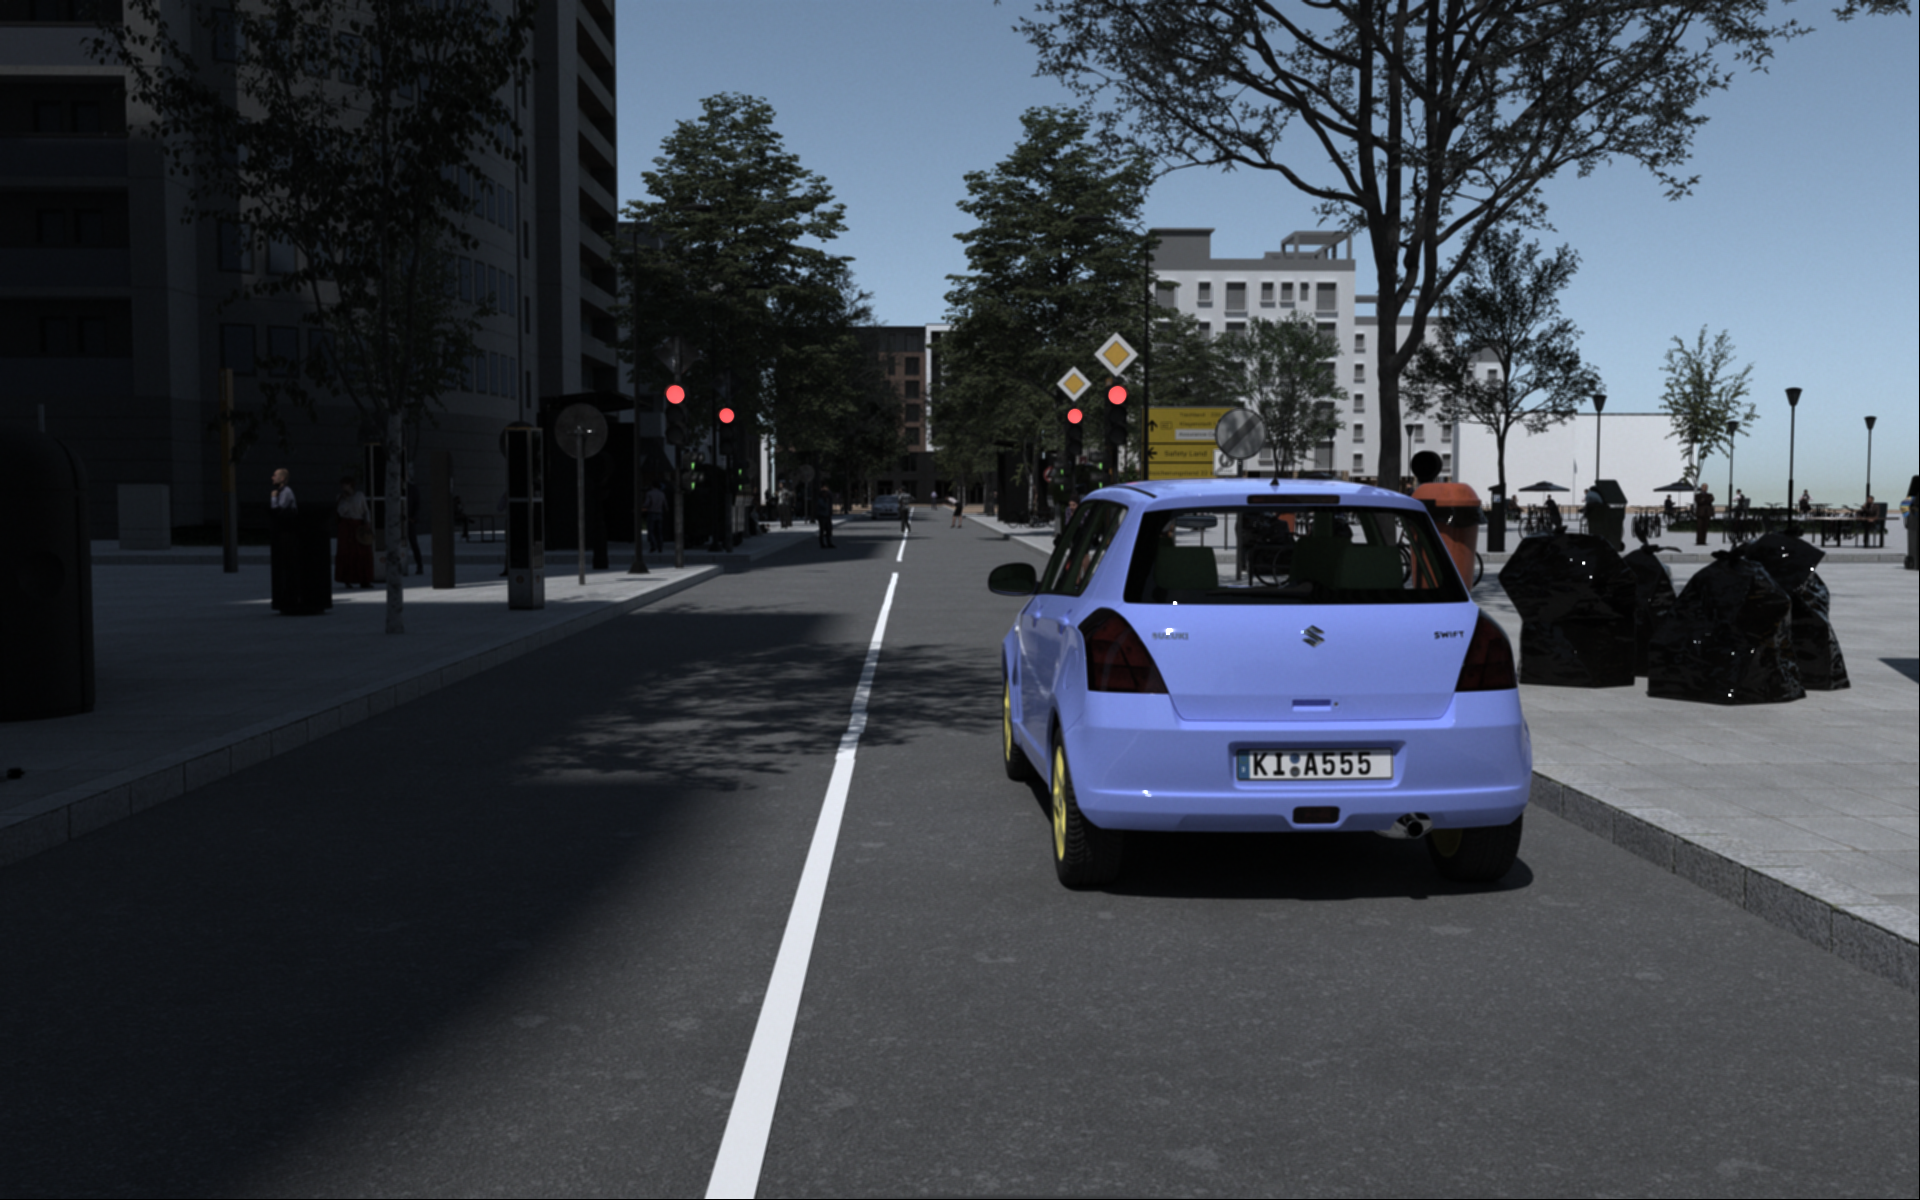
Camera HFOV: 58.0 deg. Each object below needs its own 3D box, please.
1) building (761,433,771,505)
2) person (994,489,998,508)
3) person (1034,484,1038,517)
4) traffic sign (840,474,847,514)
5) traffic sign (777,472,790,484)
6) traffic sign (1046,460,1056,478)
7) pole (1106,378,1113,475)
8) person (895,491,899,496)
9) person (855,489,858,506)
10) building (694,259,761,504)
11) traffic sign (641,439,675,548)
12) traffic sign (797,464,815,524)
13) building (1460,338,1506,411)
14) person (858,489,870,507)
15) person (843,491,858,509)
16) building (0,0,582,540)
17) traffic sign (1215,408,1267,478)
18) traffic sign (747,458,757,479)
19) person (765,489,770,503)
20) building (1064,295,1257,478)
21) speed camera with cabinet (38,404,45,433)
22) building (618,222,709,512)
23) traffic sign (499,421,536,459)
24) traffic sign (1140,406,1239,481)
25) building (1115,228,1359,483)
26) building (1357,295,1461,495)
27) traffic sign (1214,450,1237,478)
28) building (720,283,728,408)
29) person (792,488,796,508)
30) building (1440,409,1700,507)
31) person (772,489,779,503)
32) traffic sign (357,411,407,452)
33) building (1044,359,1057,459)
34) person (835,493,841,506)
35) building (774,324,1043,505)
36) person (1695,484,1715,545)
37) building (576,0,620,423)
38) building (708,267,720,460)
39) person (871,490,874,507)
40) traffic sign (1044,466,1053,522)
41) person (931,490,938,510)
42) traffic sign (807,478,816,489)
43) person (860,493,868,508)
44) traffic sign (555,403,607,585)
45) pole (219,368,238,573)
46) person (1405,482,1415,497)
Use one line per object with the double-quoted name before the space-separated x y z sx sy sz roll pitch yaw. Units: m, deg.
"building" -37.509 -16.549 212.729 28.070 9.664 9.099 0 4 -1
"person" 3.102 -9.029 154.382 1.217 1.736 0.721 0 4 7
"person" 4.060 -5.434 95.018 0.434 1.807 0.598 0 4 0
"traffic sign" -7.323 -6.519 106.693 0.768 2.556 0.104 0 4 8
"traffic sign" -10.294 -6.168 100.957 0.768 2.556 0.104 0 4 8
"traffic sign" 3.337 -3.588 58.669 0.884 2.594 0.081 0 4 6
"pole" 2.677 -2.250 30.627 0.158 3.312 0.155 0 3 0
"person" -5.408 -8.448 147.355 1.217 1.736 0.721 -3 4 -36
"person" -10.987 -10.855 183.541 0.705 1.821 1.348 0 4 -6
"building" -36.178 -19.587 164.228 32.646 21.610 27.936 0 4 -1
"traffic sign" -7.219 -2.523 41.258 0.884 2.594 0.081 0 4 7
"traffic sign" -6.567 -4.509 73.821 0.768 2.556 0.104 0 4 1
"building" 60.633 -22.042 216.803 11.380 20.091 16.016 0 4 -1
"person" -8.974 -9.540 162.742 1.217 1.735 0.721 1 4 20
"person" -9.401 -8.696 148.245 1.348 1.821 0.705 1 4 11
"building" -26.762 -31.707 60.410 21.231 58.520 28.212 0 4 -1
"traffic sign" 4.149 -1.565 25.686 0.768 2.556 0.104 0 4 1
"traffic sign" -7.497 -3.707 60.723 0.768 2.556 0.104 0 4 2
"person" -20.004 -10.642 180.482 0.568 1.767 0.683 2 4 31
"building" 19.007 -18.119 162.697 16.747 18.905 31.486 0 4 -1
"speed camera with cabinet" -20.904 -2.695 38.400 2.038 3.252 0.660 2 4 31
"building" -26.148 -16.023 118.393 16.016 20.091 11.380 0 4 -1
"traffic sign" -7.675 -1.844 30.249 0.768 2.556 0.104 0 4 5
"traffic sign" 5.291 -2.823 40.037 2.265 3.308 0.079 0 4 0
"building" 20.041 -16.677 129.083 16.016 20.091 11.380 0 4 -1
"building" 40.984 -19.261 171.335 11.380 20.091 16.016 0 4 -1
"traffic sign" 6.095 -2.294 39.636 0.606 2.300 0.079 0 4 6
"building" -26.645 -17.412 141.105 16.016 20.091 11.380 0 4 -1
"person" -15.582 -9.458 160.690 1.348 1.823 0.705 3 4 36
"building" 60.619 -14.271 175.485 28.070 9.664 9.099 0 4 -1
"person" -20.094 -11.240 189.907 1.348 1.812 0.705 -2 4 -26
"traffic sign" -8.812 -1.609 26.414 0.768 2.556 0.104 0 4 3
"building" 26.901 -21.419 216.658 31.486 18.905 16.747 0 4 -1
"person" -13.375 -11.183 189.807 0.541 1.710 0.530 1 4 23
"building" -6.622 -23.097 221.609 32.646 21.610 27.936 0 4 -1
"person" 18.704 -2.152 43.492 0.482 1.546 0.388 1 4 12
"building" -31.315 -28.815 94.832 21.300 48.544 21.600 0 4 -1
"building" -26.900 -16.717 129.736 16.016 20.091 11.380 0 4 -1
"person" -9.022 -10.447 177.569 0.721 1.735 1.217 0 4 -6
"traffic sign" 4.220 -4.855 79.482 0.768 2.556 0.104 0 4 1
"person" -2.273 -9.151 157.993 0.709 1.838 0.599 2 4 34
"traffic sign" -9.221 -6.419 107.079 0.606 2.300 0.079 0 4 0
"person" -8.951 -9.308 161.416 0.799 1.438 0.628 -2 4 -31
"traffic sign" -5.341 -1.485 24.394 0.768 2.556 0.104 0 4 7
"pole" -11.911 -2.101 28.191 0.158 3.312 0.155 0 3 0
"person" 17.659 -3.786 68.392 0.568 1.767 0.683 1 4 16
